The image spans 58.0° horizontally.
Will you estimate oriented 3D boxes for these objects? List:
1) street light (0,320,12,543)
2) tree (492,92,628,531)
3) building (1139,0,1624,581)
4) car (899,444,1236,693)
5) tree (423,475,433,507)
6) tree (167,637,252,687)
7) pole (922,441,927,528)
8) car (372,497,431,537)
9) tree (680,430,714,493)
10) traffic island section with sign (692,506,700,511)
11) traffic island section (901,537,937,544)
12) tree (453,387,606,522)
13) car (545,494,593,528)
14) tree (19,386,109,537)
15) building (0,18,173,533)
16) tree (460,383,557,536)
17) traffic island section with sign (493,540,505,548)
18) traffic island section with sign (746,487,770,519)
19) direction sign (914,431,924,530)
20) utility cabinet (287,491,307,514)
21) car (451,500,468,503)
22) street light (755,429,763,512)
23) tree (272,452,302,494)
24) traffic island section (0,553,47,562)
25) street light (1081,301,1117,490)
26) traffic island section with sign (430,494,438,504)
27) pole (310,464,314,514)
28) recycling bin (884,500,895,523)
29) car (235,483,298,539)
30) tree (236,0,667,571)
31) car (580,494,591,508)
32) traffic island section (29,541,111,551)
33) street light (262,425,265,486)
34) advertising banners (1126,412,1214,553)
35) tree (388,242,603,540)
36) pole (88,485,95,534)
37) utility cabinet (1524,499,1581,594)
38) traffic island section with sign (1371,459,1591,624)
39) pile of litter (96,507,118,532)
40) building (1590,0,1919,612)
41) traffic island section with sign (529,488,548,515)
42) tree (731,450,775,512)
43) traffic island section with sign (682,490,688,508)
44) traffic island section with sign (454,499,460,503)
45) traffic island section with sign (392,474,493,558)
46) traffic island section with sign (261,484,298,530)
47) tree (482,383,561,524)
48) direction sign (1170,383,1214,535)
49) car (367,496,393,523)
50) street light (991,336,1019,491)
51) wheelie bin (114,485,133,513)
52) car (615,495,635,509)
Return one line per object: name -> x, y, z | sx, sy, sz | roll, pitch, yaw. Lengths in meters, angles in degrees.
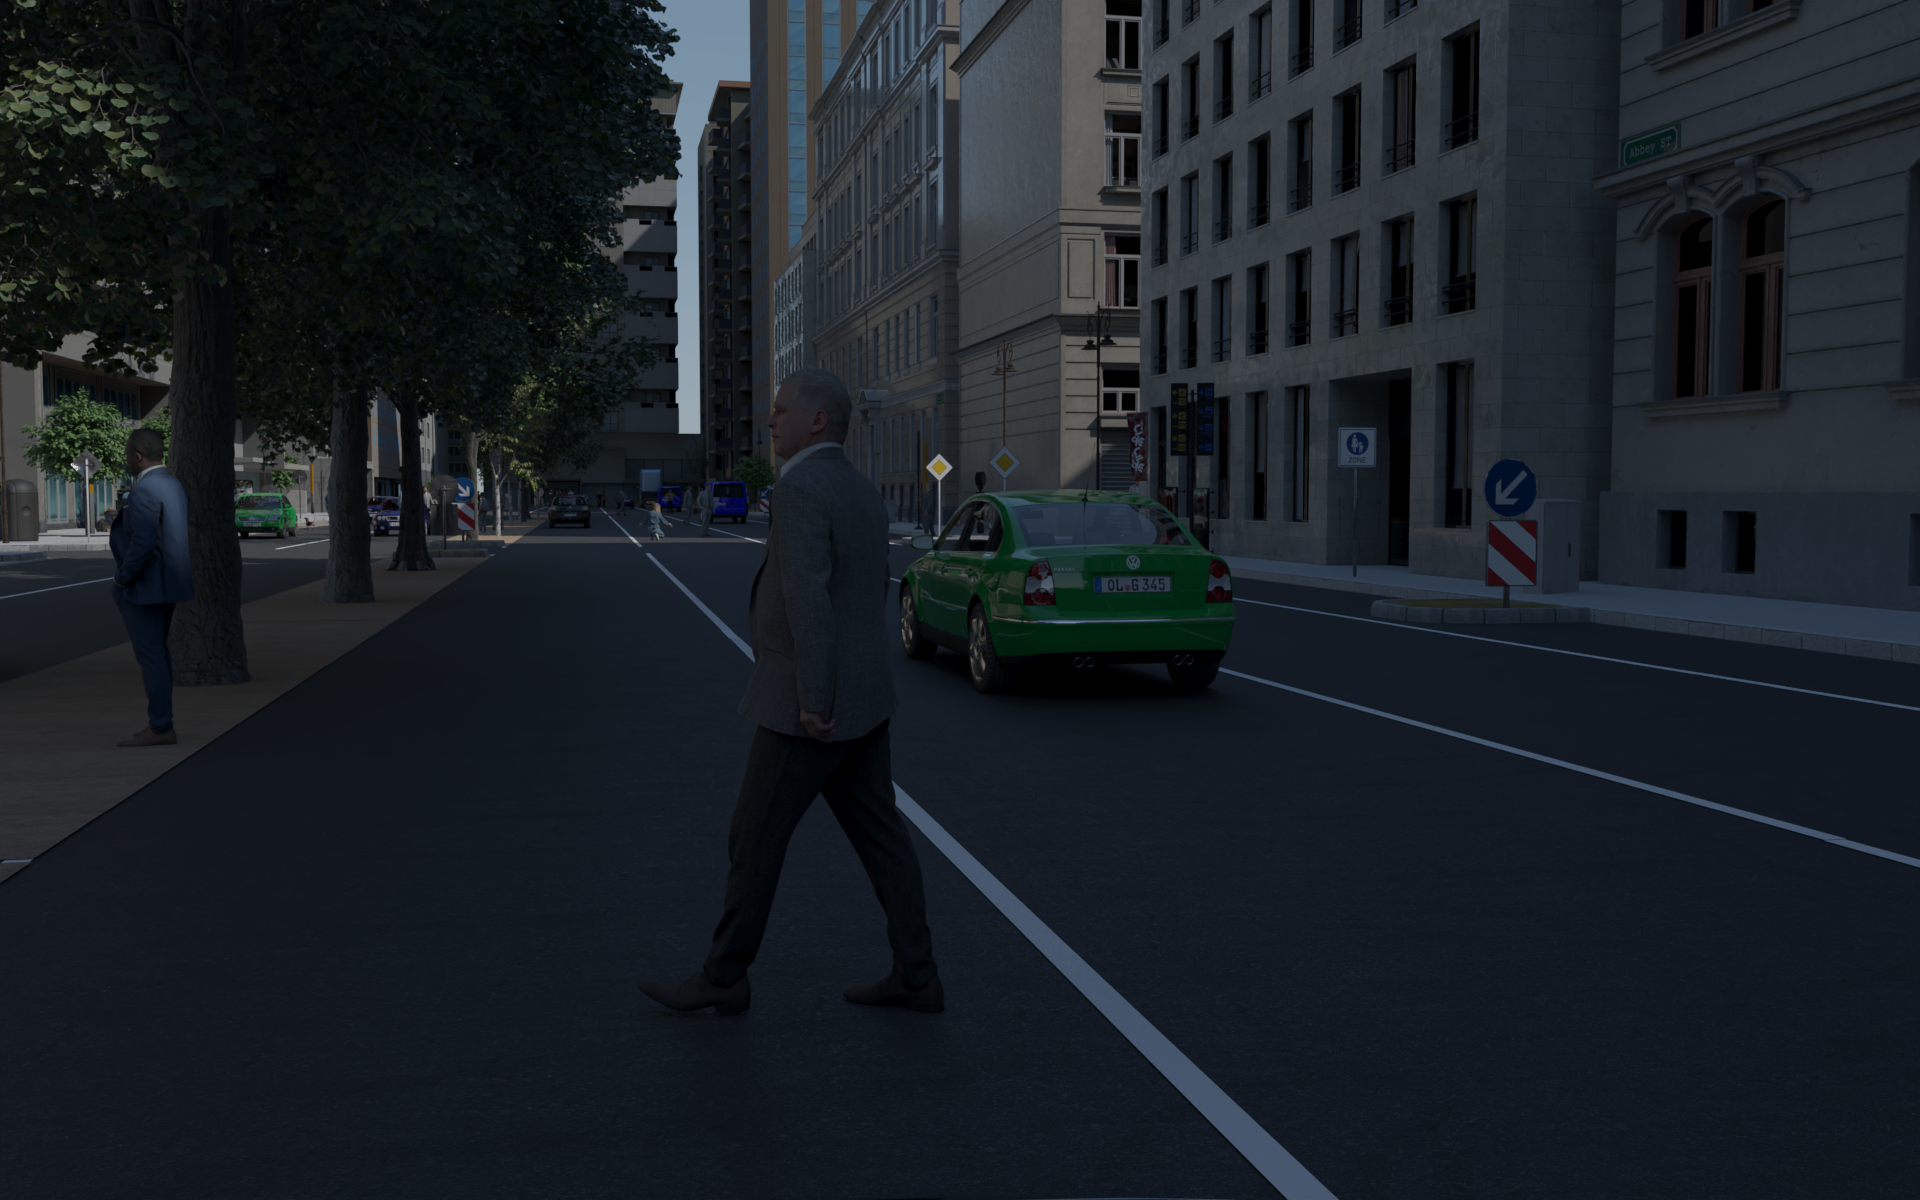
street light -> -24.840, -4.411, 44.912 | 0.468, 5.910, 1.993 | -1, 4, -12
tree -> -19.446, -12.809, 67.769 | 12.611, 20.169, 13.585 | 0, 3, 0
building -> 11.139, -10.956, 33.880 | 10.420, 20.320, 16.860 | -1, 4, -12
car -> 0.683, -0.316, 13.957 | 1.959, 1.807, 4.718 | -1, 4, -13
tree -> -52.211, -10.841, 171.847 | 1.663, 3.219, 1.824 | 0, 3, 0
tree -> -5.786, -6.342, 12.812 | 9.857, 13.997, 8.962 | 0, 3, 0
pole -> -1.342, -4.429, 66.261 | 0.158, 3.312, 0.155 | 0, 3, 0
car -> -19.237, -2.890, 59.829 | 1.945, 1.354, 3.894 | -1, 4, -13
tree -> -30.123, -15.235, 199.461 | 4.360, 8.622, 3.978 | 0, 3, 0
traffic island section with sign -> -22.269, -8.679, 150.533 | 1.989, 1.847, 2.006 | -1, 4, -12
traffic island section -> -0.556, -1.696, 50.012 | 2.009, 0.180, 2.903 | -1, 4, -12
tree -> -22.297, -9.264, 88.338 | 8.767, 10.594, 7.601 | -1, 4, -12
car -> -16.692, -3.924, 73.949 | 2.009, 1.686, 4.222 | -1, 4, -14
tree -> -26.349, -4.194, 52.282 | 4.285, 4.588, 4.351 | 0, 3, 0
building -> -42.682, -26.873, 63.076 | 21.300, 48.544, 21.600 | -1, 4, -12
tree -> -15.565, -6.448, 58.246 | 4.737, 8.622, 4.395 | 0, 3, 0
traffic island section with sign -> -13.415, -2.371, 46.901 | 2.006, 1.907, 1.989 | -1, 4, -12
traffic island section with sign -> -11.574, -5.654, 101.063 | 1.989, 1.847, 2.006 | -1, 4, -12
direction sign -> -1.496, -4.317, 62.580 | 0.379, 3.537, 0.876 | 0, 4, -8
utility cabinet -> -42.992, -6.336, 112.274 | 1.173, 1.500, 0.318 | -1, 4, -9
car -> -51.150, -10.077, 177.339 | 1.945, 1.354, 3.894 | -1, 4, -12
street light -> -14.188, -9.167, 122.666 | 0.468, 5.910, 1.993 | -1, 4, -12
tree -> -45.339, -8.050, 115.334 | 4.285, 4.588, 4.351 | 0, 3, 0
traffic island section -> -21.104, -0.927, 37.431 | 2.009, 0.180, 2.903 | -1, 4, -12
street light -> 3.323, -4.213, 41.664 | 0.468, 5.910, 1.993 | -1, 4, -12
traffic island section with sign -> -43.951, -8.327, 144.781 | 1.989, 1.847, 2.006 | -1, 4, -12
pole -> -42.369, -7.303, 113.250 | 0.158, 3.312, 0.155 | 0, 3, 0
recycling bin -> -3.343, -3.908, 76.452 | 0.722, 1.027, 0.722 | 3, 5, 43
car -> -22.867, -2.933, 56.757 | 1.959, 1.807, 4.718 | -1, 4, -14
tree -> -10.266, -6.891, 32.134 | 9.611, 12.733, 9.660 | 0, 3, 0
car -> -35.798, -9.266, 163.499 | 2.014, 1.417, 4.499 | -1, 4, -12
traffic island section -> -22.789, -1.404, 45.237 | 2.009, 0.180, 2.903 | -1, 4, -12
street light -> -32.678, -6.636, 81.294 | 0.468, 5.910, 1.993 | -1, 4, -12
advertising banners -> 4.413, -2.471, 36.587 | 2.074, 3.025, 0.090 | 2, 4, 35
tree -> -14.203, -7.478, 50.471 | 9.928, 11.665, 9.643 | 0, 3, 0
pole -> -27.954, -3.779, 55.626 | 0.158, 3.312, 0.155 | 0, 3, 0
utility cabinet -> 7.718, -0.696, 22.545 | 0.306, 1.237, 1.020 | 3, 5, 45
traffic island section with sign -> 5.893, -0.702, 20.111 | 1.989, 1.847, 2.006 | -1, 4, -12
pile of litter -> -28.532, -2.737, 58.712 | 1.176, 0.858, 1.719 | 2, 4, 25
building -> 17.551, -13.883, 14.376 | 14.401, 28.519, 23.554 | -1, 4, -12
traffic island section with sign -> -29.275, -6.863, 120.353 | 2.006, 1.907, 1.989 | -1, 4, -12
tree -> -15.141, -8.796, 127.520 | 4.285, 4.588, 4.351 | 0, 3, 0
traffic island section with sign -> -28.052, -10.323, 177.408 | 1.989, 1.847, 2.006 | -1, 4, -12
traffic island section with sign -> -49.638, -9.939, 171.132 | 1.989, 1.847, 2.006 | -1, 4, -12
traffic island section with sign -> -11.862, -1.928, 39.658 | 2.006, 1.907, 1.989 | -1, 4, -12
traffic island section with sign -> -27.664, -3.714, 69.358 | 1.989, 1.847, 2.006 | -1, 4, -12
tree -> -21.033, -7.929, 82.460 | 4.360, 8.622, 3.978 | 0, 3, 0
direction sign -> 4.731, -2.651, 35.338 | 0.876, 3.537, 0.379 | 1, 4, 12
car -> -28.084, -4.366, 83.958 | 1.945, 1.354, 3.894 | -1, 4, -11
street light -> 1.303, -4.763, 50.667 | 0.468, 5.910, 1.993 | -1, 4, -12
wheelie bin -> -37.581, -4.270, 77.729 | 0.980, 1.594, 0.693 | 0, 4, -5
car -> -33.094, -9.698, 171.145 | 1.945, 1.354, 3.894 | -1, 4, -13
